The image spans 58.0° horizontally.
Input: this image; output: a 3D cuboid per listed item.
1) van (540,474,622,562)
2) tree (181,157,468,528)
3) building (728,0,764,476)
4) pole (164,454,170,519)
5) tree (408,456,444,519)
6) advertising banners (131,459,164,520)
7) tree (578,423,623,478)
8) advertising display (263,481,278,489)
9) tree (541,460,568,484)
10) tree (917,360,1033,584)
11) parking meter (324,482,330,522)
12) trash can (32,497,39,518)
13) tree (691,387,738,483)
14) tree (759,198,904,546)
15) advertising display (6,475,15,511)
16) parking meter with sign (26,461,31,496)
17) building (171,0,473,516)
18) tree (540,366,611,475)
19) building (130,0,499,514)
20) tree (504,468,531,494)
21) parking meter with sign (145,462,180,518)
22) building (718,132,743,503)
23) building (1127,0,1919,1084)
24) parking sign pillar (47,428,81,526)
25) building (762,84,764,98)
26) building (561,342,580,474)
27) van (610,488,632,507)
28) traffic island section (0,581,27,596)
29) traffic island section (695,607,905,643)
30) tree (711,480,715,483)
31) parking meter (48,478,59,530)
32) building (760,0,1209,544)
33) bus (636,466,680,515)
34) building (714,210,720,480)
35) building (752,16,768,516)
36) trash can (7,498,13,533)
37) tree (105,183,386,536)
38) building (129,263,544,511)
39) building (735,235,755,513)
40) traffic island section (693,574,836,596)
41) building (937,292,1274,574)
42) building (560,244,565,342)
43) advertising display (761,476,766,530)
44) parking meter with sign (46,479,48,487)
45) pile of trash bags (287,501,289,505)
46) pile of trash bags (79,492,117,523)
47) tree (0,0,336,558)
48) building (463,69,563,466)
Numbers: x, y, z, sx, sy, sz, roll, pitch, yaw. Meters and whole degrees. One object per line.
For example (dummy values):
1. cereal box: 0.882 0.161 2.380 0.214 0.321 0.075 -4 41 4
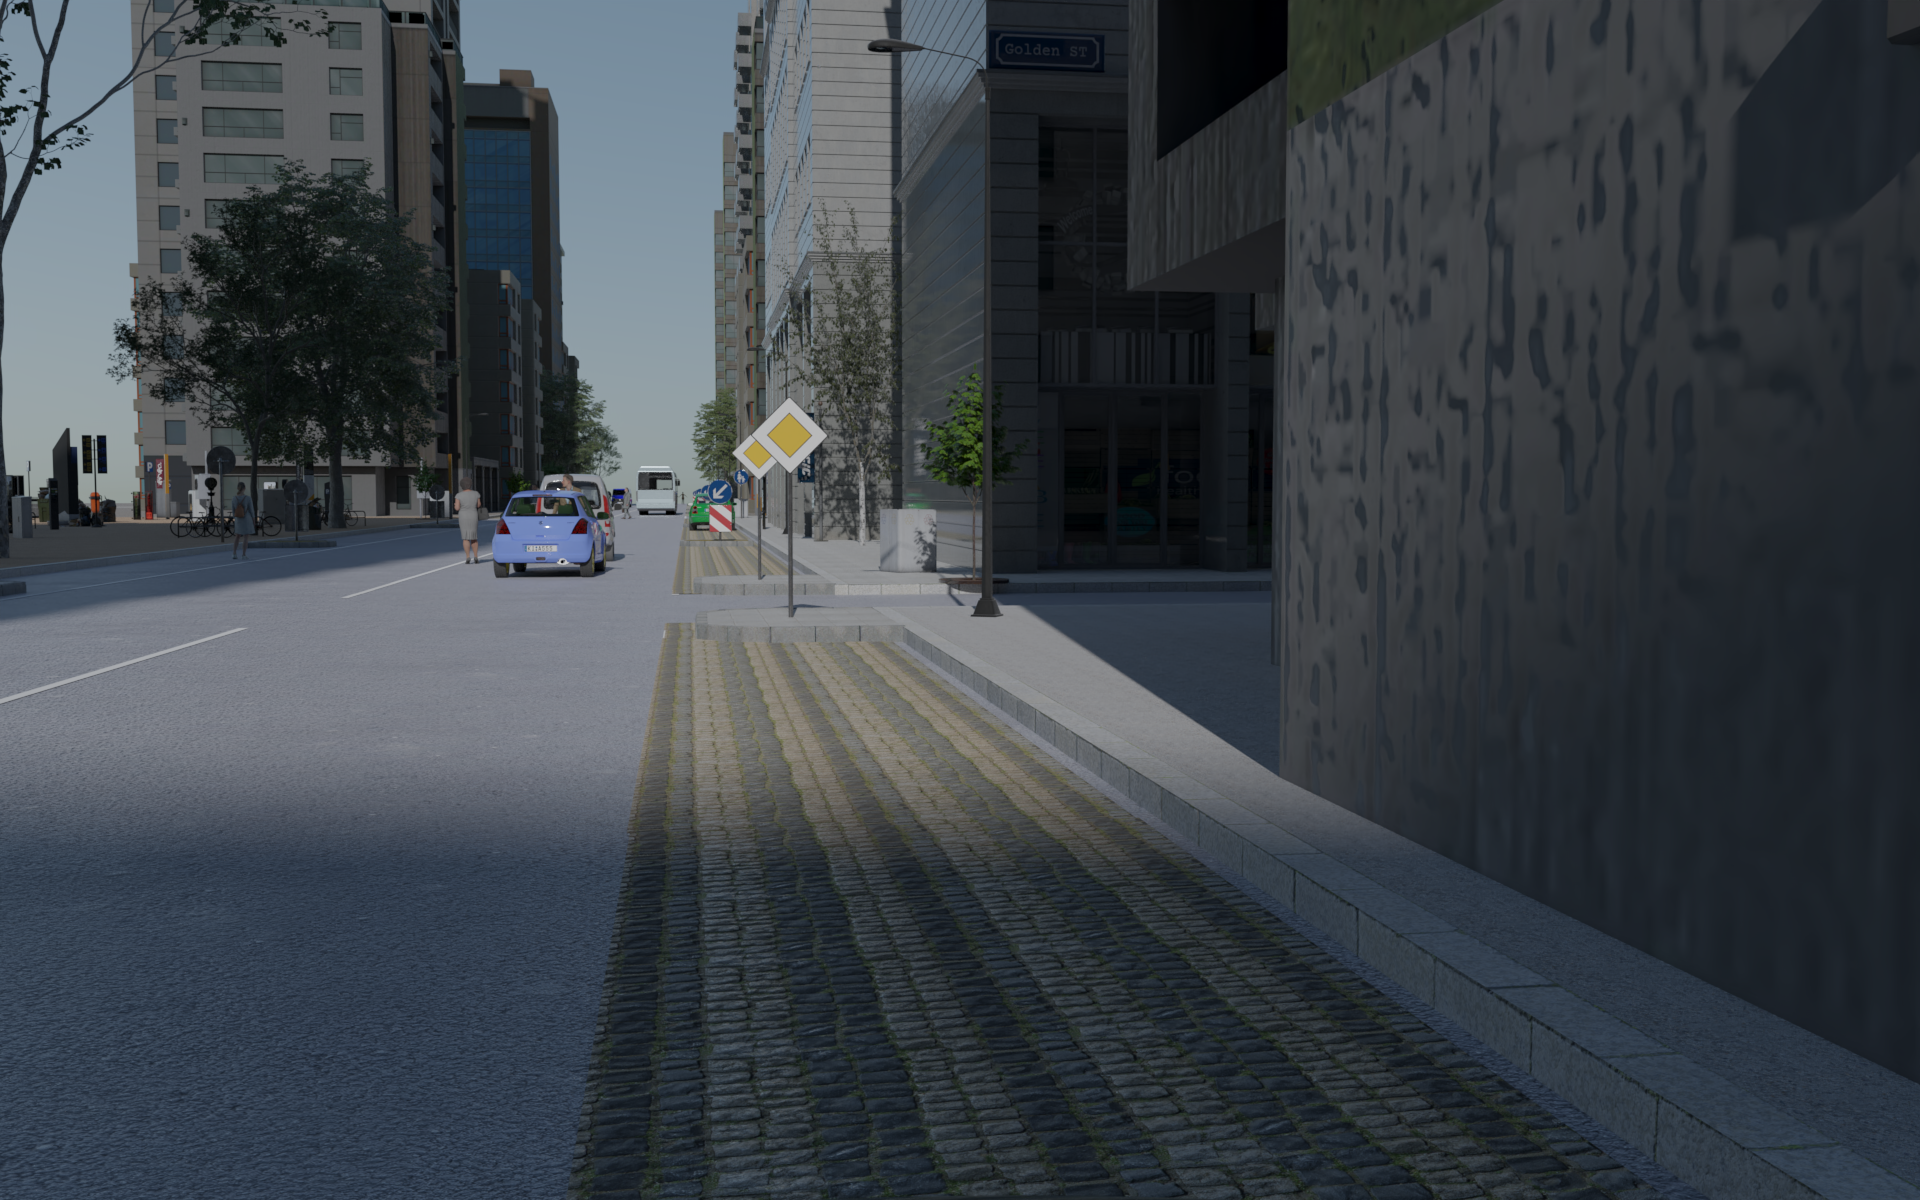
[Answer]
1. van: -8.433 -1.895 37.992 2.013 2.044 4.112 -1 4 -11
2. tree: -23.474 -9.656 64.530 9.857 13.997 8.962 0 3 0
3. building: -9.525 -33.105 160.875 23.786 49.044 30.456 -1 4 -9
4. pole: -40.436 -5.777 88.294 0.158 3.312 0.155 0 3 0
5. tree: -27.087 -5.698 87.769 1.663 3.219 1.824 0 3 0
6. advertising banners: -40.164 -5.474 85.681 2.074 3.025 0.090 1 4 18
7. tree: -53.633 -20.186 255.797 9.928 11.665 9.643 0 3 0
8. advertising display: -35.187 -5.090 88.438 0.974 1.923 0.123 2 4 30
9. tree: -38.832 -11.116 165.464 4.285 4.588 4.351 0 3 0
10. tree: 0.317 -1.867 25.126 1.663 3.219 1.824 0 3 0
11. parking meter: -28.590 -4.454 78.528 0.399 1.863 0.255 1 4 22
12. trash can: -49.386 -4.943 92.467 0.748 1.137 0.748 0 3 0
13. tree: -24.979 -16.229 183.473 7.486 12.596 7.792 0 3 0
14. tree: -2.562 -5.645 42.655 4.360 8.622 3.978 0 3 0
15. advertising display: -32.223 -3.242 58.225 0.974 1.923 0.123 1 4 10
16. parking meter with sign: -49.317 -5.737 90.065 1.738 3.016 0.543 -3 5 -41
17. building: -37.584 -20.321 103.948 14.160 30.474 14.107 -1 4 -9
18. tree: -39.975 -16.277 172.777 9.857 13.997 8.962 0 3 0
19. building: -43.447 -41.690 119.880 20.563 71.187 20.611 -1 4 -9
20. tree: -33.016 -8.297 130.263 1.663 3.219 1.824 0 3 0
21. parking meter with sign: -43.053 -5.955 93.620 1.738 3.016 0.543 1 4 10
22. building: -20.143 -31.556 199.541 14.154 41.232 14.086 -1 4 -9
23. building: 8.057 -14.579 10.065 14.160 30.474 14.107 -1 4 -9
24. parking sign pillar: -36.638 -5.044 70.937 1.447 3.967 1.447 3 4 38
25. building: -2.548 -18.113 89.654 14.314 27.812 24.014 -1 4 -9
26. building: -60.772 -22.232 208.531 27.650 21.520 28.899 -1 4 -9
27. van: -36.188 -11.061 185.225 2.240 2.365 5.245 0 4 -7
28. traffic island section: -14.430 -0.114 24.147 2.009 0.180 2.903 -1 4 -9
29. traffic island section: -1.741 0.259 18.039 2.009 0.180 2.903 -1 4 -9
30. tree: -30.963 -13.626 217.390 1.663 3.219 1.824 0 3 0
31. parking meter: -32.605 -3.462 62.308 0.255 1.863 0.399 -3 4 -37
32. building: -1.002 -17.433 62.519 11.434 29.767 29.804 -1 4 -9
33. bus: -21.183 -7.745 121.489 2.948 3.499 13.247 -1 4 -8
34. building: -28.569 -34.764 251.981 14.154 41.232 14.086 -1 4 -9
35. building: -6.134 -20.682 109.846 14.160 30.474 14.107 -1 4 -9
36. trash can: -31.119 -2.751 56.626 0.748 1.137 0.748 0 3 0
37. tree: -21.798 -7.247 52.905 8.767 10.594 7.601 -1 4 -13
38. building: -50.600 -18.417 146.157 27.650 21.520 28.899 -1 4 -9
39. building: -2.817 -17.573 132.360 27.650 21.520 28.899 -1 4 -9
40. traffic island section: -2.977 -0.223 25.929 2.009 0.180 2.903 -1 4 -9
41. building: 14.124 -15.716 34.453 29.804 29.767 11.434 -1 4 -9
42. building: -66.589 -33.147 233.828 32.217 40.220 23.993 -1 4 -9
43. advertising display: -7.150 -3.540 63.089 0.123 1.923 0.974 -1 4 -10
44. parking meter with sign: -46.196 -5.632 88.338 1.738 3.016 0.543 2 4 33
45. pile of trash bags: -36.963 -5.151 93.964 1.912 1.369 3.447 -3 4 -38
46. pile of trash bags: -39.172 -4.191 78.279 1.912 1.369 3.447 -2 4 -31
47. tree: -19.476 -10.988 35.535 12.611 20.169 13.585 0 3 0
48. building: -50.583 -32.815 186.639 14.600 45.320 14.200 -1 4 -9
